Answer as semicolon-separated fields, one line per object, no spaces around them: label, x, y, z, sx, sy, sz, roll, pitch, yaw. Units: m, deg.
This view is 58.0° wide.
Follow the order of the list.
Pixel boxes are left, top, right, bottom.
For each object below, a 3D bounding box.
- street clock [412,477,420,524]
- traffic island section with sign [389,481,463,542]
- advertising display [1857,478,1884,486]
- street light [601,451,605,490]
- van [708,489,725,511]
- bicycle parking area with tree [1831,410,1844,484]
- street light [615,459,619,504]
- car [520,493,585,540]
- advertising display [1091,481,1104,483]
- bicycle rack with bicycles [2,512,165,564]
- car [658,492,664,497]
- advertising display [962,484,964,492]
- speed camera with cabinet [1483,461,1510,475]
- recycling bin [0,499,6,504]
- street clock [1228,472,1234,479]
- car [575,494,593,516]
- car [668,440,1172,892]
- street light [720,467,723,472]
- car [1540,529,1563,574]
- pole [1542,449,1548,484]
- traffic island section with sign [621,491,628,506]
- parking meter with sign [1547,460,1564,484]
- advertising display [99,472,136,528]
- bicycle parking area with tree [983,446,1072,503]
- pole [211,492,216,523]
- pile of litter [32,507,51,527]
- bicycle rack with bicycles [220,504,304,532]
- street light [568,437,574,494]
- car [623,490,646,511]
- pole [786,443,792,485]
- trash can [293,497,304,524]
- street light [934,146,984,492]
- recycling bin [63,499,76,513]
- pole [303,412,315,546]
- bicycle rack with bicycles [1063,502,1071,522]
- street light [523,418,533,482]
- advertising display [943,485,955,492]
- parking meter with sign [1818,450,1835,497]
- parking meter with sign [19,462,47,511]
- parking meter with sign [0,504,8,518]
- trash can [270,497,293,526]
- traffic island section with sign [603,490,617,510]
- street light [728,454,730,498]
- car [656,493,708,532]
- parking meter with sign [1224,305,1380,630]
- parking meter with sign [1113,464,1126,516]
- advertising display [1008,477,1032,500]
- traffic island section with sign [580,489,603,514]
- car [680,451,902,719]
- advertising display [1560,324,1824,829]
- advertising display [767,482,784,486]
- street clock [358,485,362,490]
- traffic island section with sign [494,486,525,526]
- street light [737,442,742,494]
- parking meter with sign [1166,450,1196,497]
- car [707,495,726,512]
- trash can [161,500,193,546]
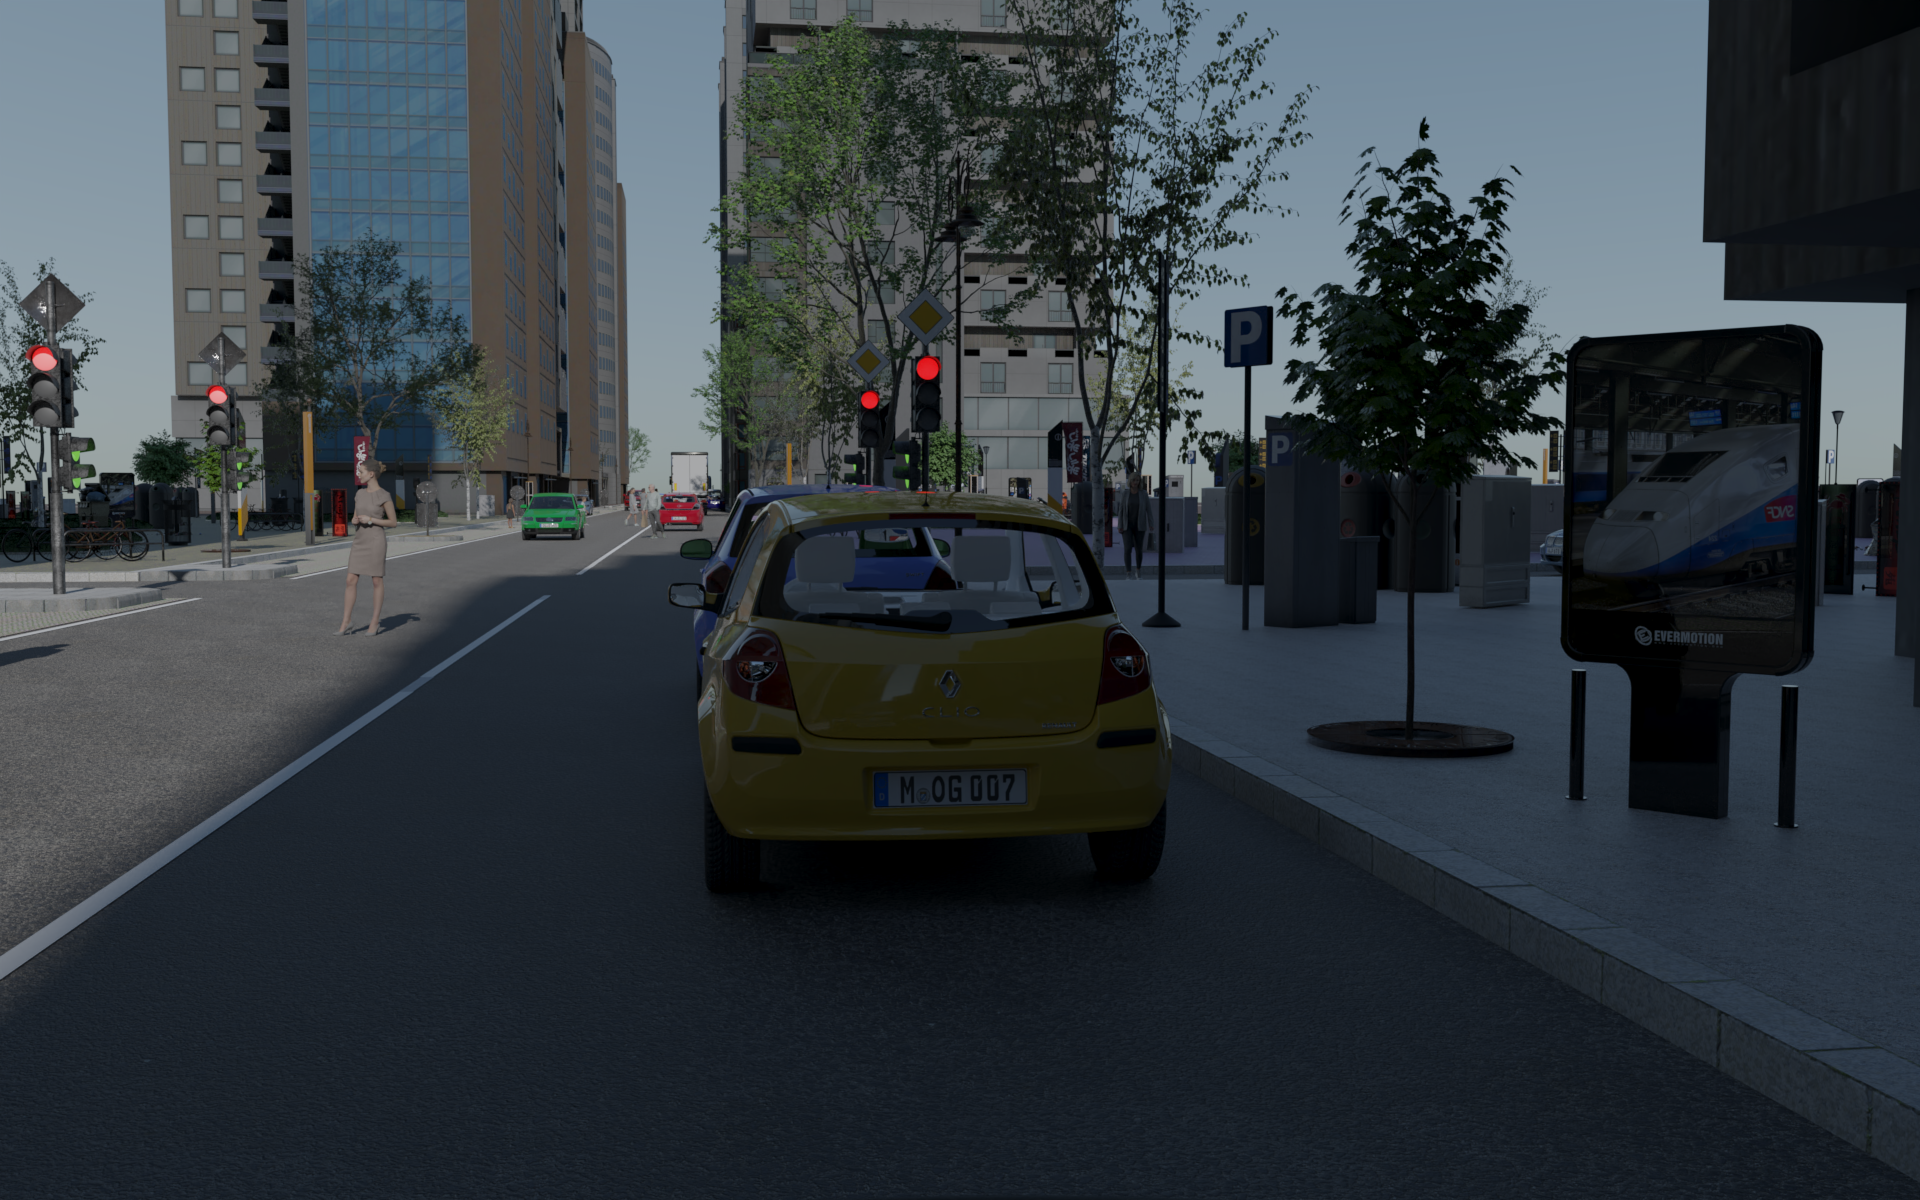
street clock;-23.304;-4.266;74.312;0.358;2.002;0.471;-1;4;-9
traffic island section with sign;-16.211;-2.695;52.695;1.989;1.847;2.006;-1;4;-9
advertising display;36.819;-3.970;70.119;0.974;1.923;0.123;1;4;13
street light;-38.743;-13.152;187.819;0.468;5.910;1.993;-1;4;-9
van;-21.259;-8.711;149.441;2.013;2.044;4.112;-1;4;-9
bicycle parking area with tree;27.674;-4.382;58.648;8.231;4.147;9.016;-1;4;-9
street light;-43.875;-15.199;221.288;0.468;5.910;1.993;-1;4;-9
car;-12.918;-2.830;55.059;1.959;1.807;4.718;-1;4;-10
advertising display;6.517;-4.629;80.895;0.974;1.923;0.123;3;5;41
bicycle rack with bicycles;-16.661;-1.203;33.053;2.925;0.926;2.852;-3;5;-43
car;-28.014;-9.250;160.834;1.945;1.707;3.694;-1;4;-9
advertising display;-0.229;-5.542;95.827;0.974;1.923;0.123;-2;4;-27
speed camera with cabinet;13.930;-3.122;45.377;0.660;3.252;2.038;2;4;28
recycling bin;-54.462;-5.259;98.545;0.722;1.027;0.722;2;4;24
street clock;9.029;-3.243;57.594;0.358;2.002;0.471;0;4;2
car;-25.672;-6.397;116.600;2.014;1.417;4.499;-1;4;-9
car;-0.301;0.151;7.759;2.015;1.641;3.980;0;4;-8
street light;-31.335;-15.739;230.112;0.468;5.910;1.993;-1;4;-9
car;12.452;-1.122;30.354;4.499;1.417;2.014;-1;4;-10
pole;26.197;-5.121;77.579;0.158;3.312;0.155;0;3;0
traffic island section with sign;-40.039;-12.302;209.766;1.989;1.847;2.006;-1;4;-9
parking meter with sign;30.440;-5.655;88.718;0.543;3.016;1.738;-1;4;-12
advertising display;-25.062;-2.833;51.532;0.123;1.923;0.974;3;5;45
bicycle parking area with tree;4.166;-7.179;104.384;8.231;4.147;9.016;0;4;6
pole;-32.665;-5.006;75.698;0.158;3.312;0.155;0;3;0
pile of litter;-30.484;-2.689;57.935;1.176;0.858;1.719;-1;4;-8
bicycle rack with bicycles;-24.257;-2.878;60.442;2.925;0.926;2.852;-2;4;-29
street light;-31.470;-10.230;140.052;0.468;5.910;1.993;-1;4;-9
car;-28.072;-8.661;150.282;2.281;1.827;5.304;-1;4;-10
pole;-6.889;-4.646;69.812;0.158;3.312;0.155;0;3;0
trash can;-28.316;-3.841;74.448;0.748;1.137;0.748;0;3;0
street light;-0.022;-3.100;23.475;0.468;5.910;1.993;-1;4;-9
recycling bin;-49.726;-5.126;96.360;0.722;1.027;0.722;3;4;36
pole;-16.188;-3.010;43.061;0.158;3.312;0.155;0;3;0
bicycle rack with bicycles;4.788;-3.934;77.704;2.925;0.926;2.852;0;4;-7
street light;-26.434;-8.150;106.045;0.468;5.910;1.993;-1;4;-9
advertising display;-0.554;-5.459;94.464;0.123;1.923;0.974;-3;5;-41
parking meter with sign;33.575;-4.422;68.564;0.543;3.016;1.738;-3;4;-38
parking meter with sign;-50.152;-5.957;93.651;0.543;3.016;1.738;0;4;7
parking meter with sign;-40.486;-4.647;72.235;0.543;3.016;1.738;0;4;7
trash can;-27.070;-3.503;68.923;0.748;1.137;0.748;0;3;0
traffic island section with sign;-31.684;-8.936;154.726;1.989;1.847;2.006;-1;4;-9
street light;-26.214;-13.691;196.642;0.468;5.910;1.993;-1;4;-9
car;-10.962;-3.598;67.863;2.155;1.783;4.494;0;4;-8
parking meter with sign;3.351;-1.254;16.770;1.738;3.016;0.543;-3;4;-38
parking meter with sign;9.258;-6.325;99.668;0.543;3.016;1.738;3;5;40
advertising display;2.326;-3.785;67.106;0.974;1.923;0.123;-2;4;-27
traffic island section with sign;-27.525;-7.256;127.260;1.989;1.847;2.006;-1;4;-9
car;-0.980;-0.151;12.067;1.945;1.707;3.694;0;4;-8
advertising display;2.893;-0.105;6.925;0.123;1.923;0.974;-3;5;-44
advertising display;-9.932;-5.385;93.263;0.974;1.923;0.123;-2;4;-23
street clock;-35.515;-5.991;102.520;0.358;2.002;0.471;-1;4;-20
traffic island section with sign;-20.256;-4.329;79.408;1.989;1.847;2.006;-1;4;-9
street light;-18.829;-10.711;147.910;0.468;5.910;1.993;-1;4;-9
parking meter with sign;8.483;-4.440;68.856;1.738;3.016;0.543;-1;4;-22
car;-20.130;-7.916;142.013;1.945;1.354;3.894;-1;4;-10
trash can;-19.488;-1.925;43.134;0.748;1.137;0.748;0;3;0
